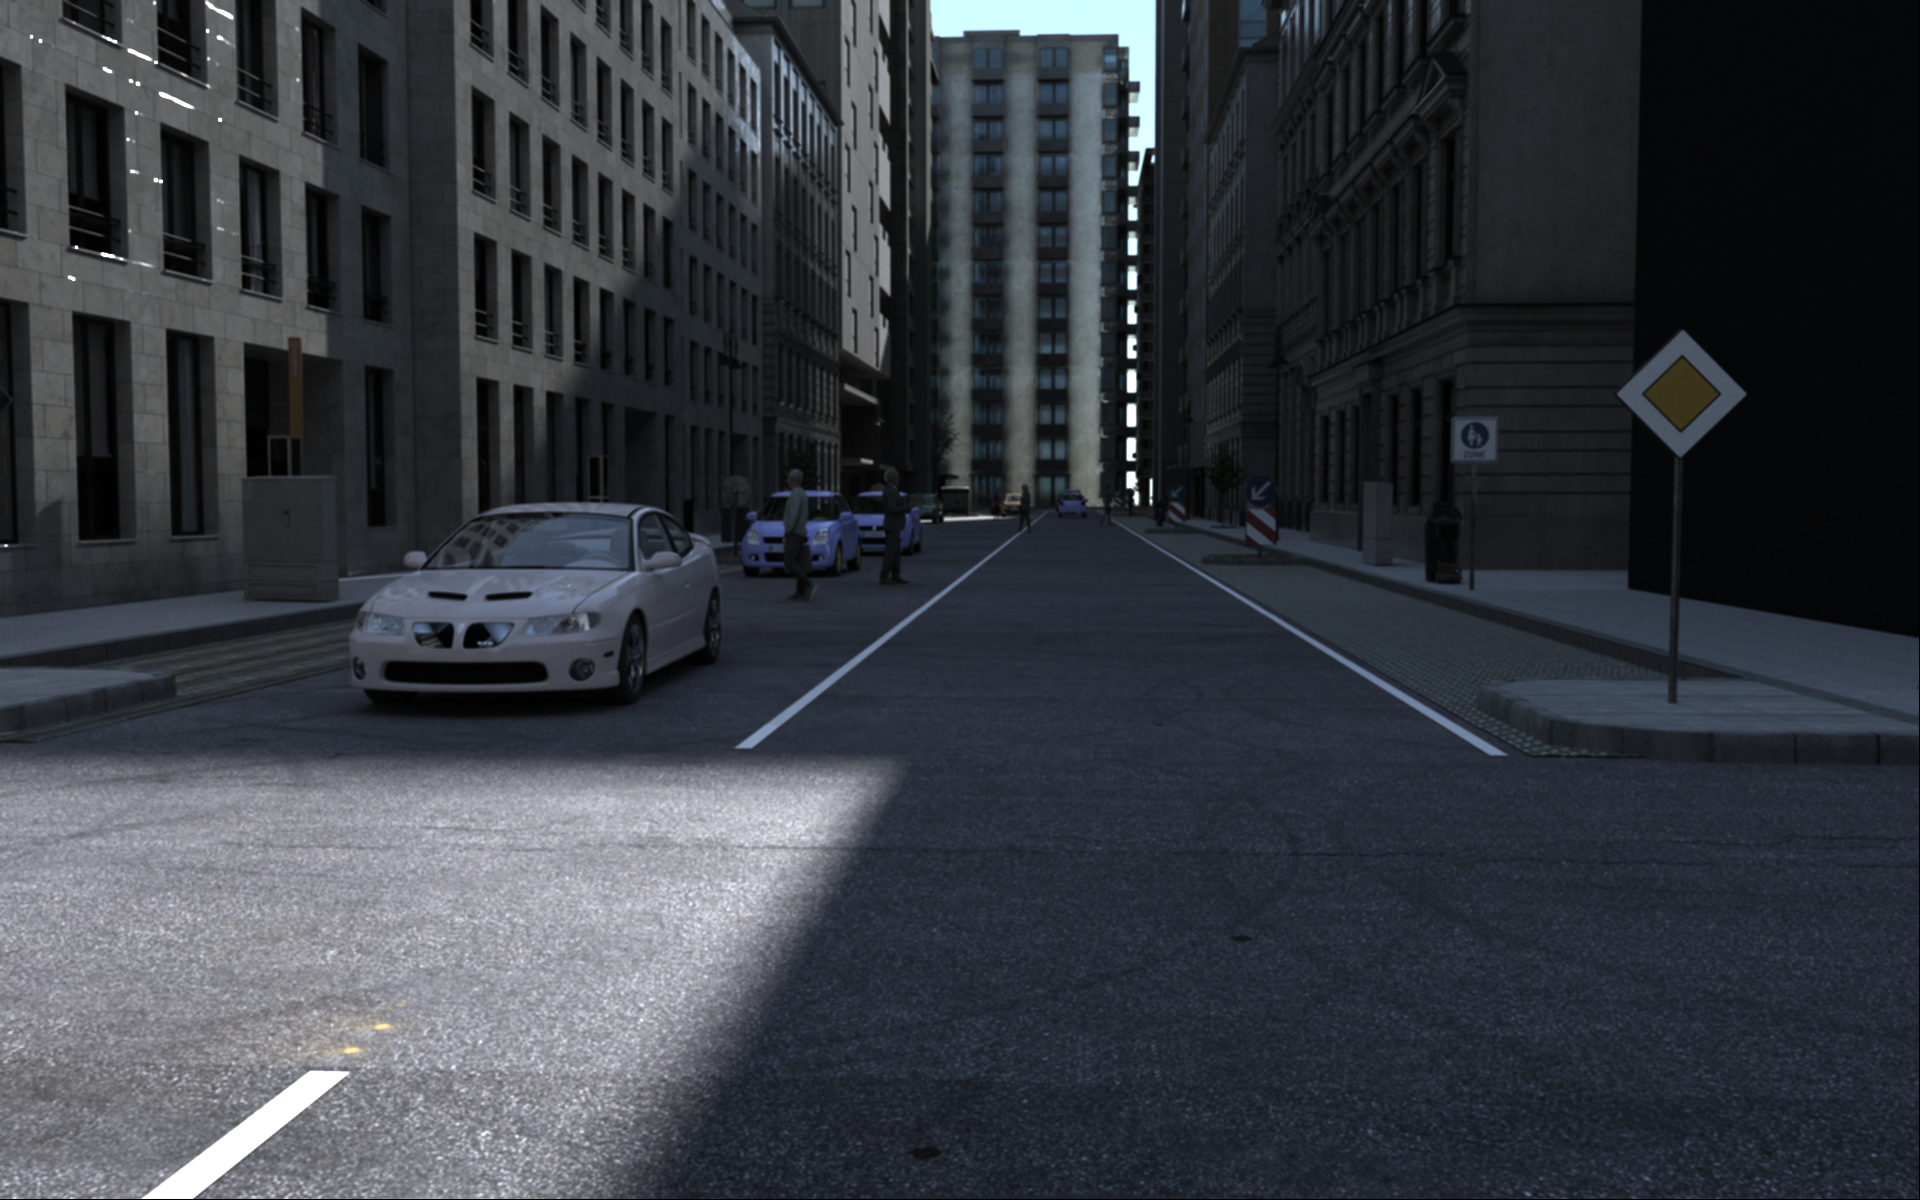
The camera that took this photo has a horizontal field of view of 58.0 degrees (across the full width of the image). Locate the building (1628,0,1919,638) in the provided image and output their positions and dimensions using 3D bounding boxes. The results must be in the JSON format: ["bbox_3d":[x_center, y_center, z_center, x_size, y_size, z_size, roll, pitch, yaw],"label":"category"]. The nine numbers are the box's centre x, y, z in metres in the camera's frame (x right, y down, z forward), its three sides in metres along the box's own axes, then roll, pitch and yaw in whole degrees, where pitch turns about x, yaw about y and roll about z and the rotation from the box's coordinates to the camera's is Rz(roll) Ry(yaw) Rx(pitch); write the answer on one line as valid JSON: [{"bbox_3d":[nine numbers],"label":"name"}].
[{"bbox_3d":[16.557,-11.405,16.142,15.834,23.373,12.332,0,4,4],"label":"building"}]

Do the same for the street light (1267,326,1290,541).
[{"bbox_3d":[8.748,-4.584,47.736,0.468,5.910,1.993,0,4,4],"label":"street light"}]

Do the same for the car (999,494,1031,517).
[{"bbox_3d":[3.464,-6.029,108.798,2.015,1.641,3.980,0,4,3],"label":"car"}]

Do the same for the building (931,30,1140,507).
[{"bbox_3d":[3.321,-34.386,181.817,30.456,49.044,23.786,0,4,4],"label":"building"}]

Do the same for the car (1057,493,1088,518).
[{"bbox_3d":[6.904,-5.926,106.483,1.945,1.707,3.694,0,4,3],"label":"car"}]

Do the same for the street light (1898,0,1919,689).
[{"bbox_3d":[6.401,-2.349,11.200,0.468,5.910,1.993,0,4,4],"label":"street light"}]

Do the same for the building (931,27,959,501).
[{"bbox_3d":[-15.215,-30.394,151.568,28.867,44.769,22.147,0,4,4],"label":"building"}]

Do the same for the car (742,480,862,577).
[{"bbox_3d":[-2.824,-1.325,31.253,1.945,1.707,3.694,0,4,5],"label":"car"}]

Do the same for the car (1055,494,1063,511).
[{"bbox_3d":[8.888,-8.255,143.759,1.959,1.807,4.718,0,4,3],"label":"car"}]

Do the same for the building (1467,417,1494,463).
[{"bbox_3d":[52.925,-23.189,150.845,14.107,30.474,14.160,0,4,4],"label":"building"}]

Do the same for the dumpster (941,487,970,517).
[{"bbox_3d":[-0.290,-6.131,108.453,1.865,1.857,1.264,0,4,4],"label":"dumpster"}]

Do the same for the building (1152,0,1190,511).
[{"bbox_3d":[26.789,-36.860,144.656,21.231,58.520,28.212,0,4,4],"label":"building"}]

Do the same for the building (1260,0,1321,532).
[{"bbox_3d":[16.399,-13.938,56.766,11.050,23.489,19.941,0,4,4],"label":"building"}]

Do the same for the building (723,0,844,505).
[{"bbox_3d":[-10.855,-13.658,72.452,9.793,20.994,18.267,0,4,4],"label":"building"}]

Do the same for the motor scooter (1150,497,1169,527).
[{"bbox_3d":[8.831,-3.904,76.608,0.815,1.314,1.986,0,4,4],"label":"motor scooter"}]

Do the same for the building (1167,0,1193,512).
[{"bbox_3d":[26.391,-30.324,115.408,23.786,49.044,30.456,0,4,4],"label":"building"}]

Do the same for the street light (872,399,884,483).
[{"bbox_3d":[-3.959,-6.814,84.201,0.468,5.910,1.993,0,4,4],"label":"street light"}]

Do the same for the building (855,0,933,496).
[{"bbox_3d":[-9.490,-26.742,120.823,14.154,41.232,14.086,0,4,4],"label":"building"}]

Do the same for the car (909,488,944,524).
[{"bbox_3d":[-1.821,-4.627,84.447,1.959,1.807,4.718,0,4,5],"label":"car"}]

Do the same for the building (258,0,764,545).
[{"bbox_3d":[-12.845,-12.206,54.312,10.420,20.320,16.860,0,4,4],"label":"building"}]

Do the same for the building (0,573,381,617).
[{"bbox_3d":[-14.927,-10.151,20.720,10.420,20.320,16.860,0,4,4],"label":"building"}]

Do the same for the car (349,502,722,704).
[{"bbox_3d":[-3.056,-0.060,13.348,2.083,1.381,4.827,0,4,3],"label":"car"}]

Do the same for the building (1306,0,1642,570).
[{"bbox_3d":[13.680,-10.571,37.456,10.561,19.102,19.286,0,4,4],"label":"building"}]

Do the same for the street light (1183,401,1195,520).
[{"bbox_3d":[11.220,-6.866,85.049,0.468,5.910,1.993,0,4,4],"label":"street light"}]

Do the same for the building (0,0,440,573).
[{"bbox_3d":[-13.069,-11.175,37.464,10.420,20.320,16.860,0,4,4],"label":"building"}]

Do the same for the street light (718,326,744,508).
[{"bbox_3d":[-6.331,-4.597,47.948,0.468,5.910,1.993,0,4,4],"label":"street light"}]

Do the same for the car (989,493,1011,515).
[{"bbox_3d":[3.068,-6.701,118.602,2.155,1.783,4.494,0,4,4],"label":"car"}]

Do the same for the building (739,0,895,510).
[{"bbox_3d":[-18.494,-31.254,100.248,28.713,52.752,27.495,0,4,4],"label":"building"}]

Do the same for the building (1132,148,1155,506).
[{"bbox_3d":[30.757,-30.134,184.565,23.993,40.220,32.217,0,4,4],"label":"building"}]

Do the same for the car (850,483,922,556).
[{"bbox_3d":[-1.866,-1.951,41.489,1.945,1.707,3.694,0,4,3],"label":"car"}]

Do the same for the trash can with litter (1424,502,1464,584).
[{"bbox_3d":[7.086,-0.839,25.108,0.624,1.170,1.055,0,4,3],"label":"trash can with litter"}]

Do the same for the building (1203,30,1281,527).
[{"bbox_3d":[16.226,-13.883,76.133,9.793,20.994,18.267,0,4,4],"label":"building"}]

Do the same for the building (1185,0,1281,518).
[{"bbox_3d":[19.734,-27.091,93.047,14.600,45.320,14.200,0,4,4],"label":"building"}]

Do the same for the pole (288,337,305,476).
[{"bbox_3d":[-8.672,-1.764,22.681,0.158,3.312,0.155,0,3,0],"label":"pole"}]
